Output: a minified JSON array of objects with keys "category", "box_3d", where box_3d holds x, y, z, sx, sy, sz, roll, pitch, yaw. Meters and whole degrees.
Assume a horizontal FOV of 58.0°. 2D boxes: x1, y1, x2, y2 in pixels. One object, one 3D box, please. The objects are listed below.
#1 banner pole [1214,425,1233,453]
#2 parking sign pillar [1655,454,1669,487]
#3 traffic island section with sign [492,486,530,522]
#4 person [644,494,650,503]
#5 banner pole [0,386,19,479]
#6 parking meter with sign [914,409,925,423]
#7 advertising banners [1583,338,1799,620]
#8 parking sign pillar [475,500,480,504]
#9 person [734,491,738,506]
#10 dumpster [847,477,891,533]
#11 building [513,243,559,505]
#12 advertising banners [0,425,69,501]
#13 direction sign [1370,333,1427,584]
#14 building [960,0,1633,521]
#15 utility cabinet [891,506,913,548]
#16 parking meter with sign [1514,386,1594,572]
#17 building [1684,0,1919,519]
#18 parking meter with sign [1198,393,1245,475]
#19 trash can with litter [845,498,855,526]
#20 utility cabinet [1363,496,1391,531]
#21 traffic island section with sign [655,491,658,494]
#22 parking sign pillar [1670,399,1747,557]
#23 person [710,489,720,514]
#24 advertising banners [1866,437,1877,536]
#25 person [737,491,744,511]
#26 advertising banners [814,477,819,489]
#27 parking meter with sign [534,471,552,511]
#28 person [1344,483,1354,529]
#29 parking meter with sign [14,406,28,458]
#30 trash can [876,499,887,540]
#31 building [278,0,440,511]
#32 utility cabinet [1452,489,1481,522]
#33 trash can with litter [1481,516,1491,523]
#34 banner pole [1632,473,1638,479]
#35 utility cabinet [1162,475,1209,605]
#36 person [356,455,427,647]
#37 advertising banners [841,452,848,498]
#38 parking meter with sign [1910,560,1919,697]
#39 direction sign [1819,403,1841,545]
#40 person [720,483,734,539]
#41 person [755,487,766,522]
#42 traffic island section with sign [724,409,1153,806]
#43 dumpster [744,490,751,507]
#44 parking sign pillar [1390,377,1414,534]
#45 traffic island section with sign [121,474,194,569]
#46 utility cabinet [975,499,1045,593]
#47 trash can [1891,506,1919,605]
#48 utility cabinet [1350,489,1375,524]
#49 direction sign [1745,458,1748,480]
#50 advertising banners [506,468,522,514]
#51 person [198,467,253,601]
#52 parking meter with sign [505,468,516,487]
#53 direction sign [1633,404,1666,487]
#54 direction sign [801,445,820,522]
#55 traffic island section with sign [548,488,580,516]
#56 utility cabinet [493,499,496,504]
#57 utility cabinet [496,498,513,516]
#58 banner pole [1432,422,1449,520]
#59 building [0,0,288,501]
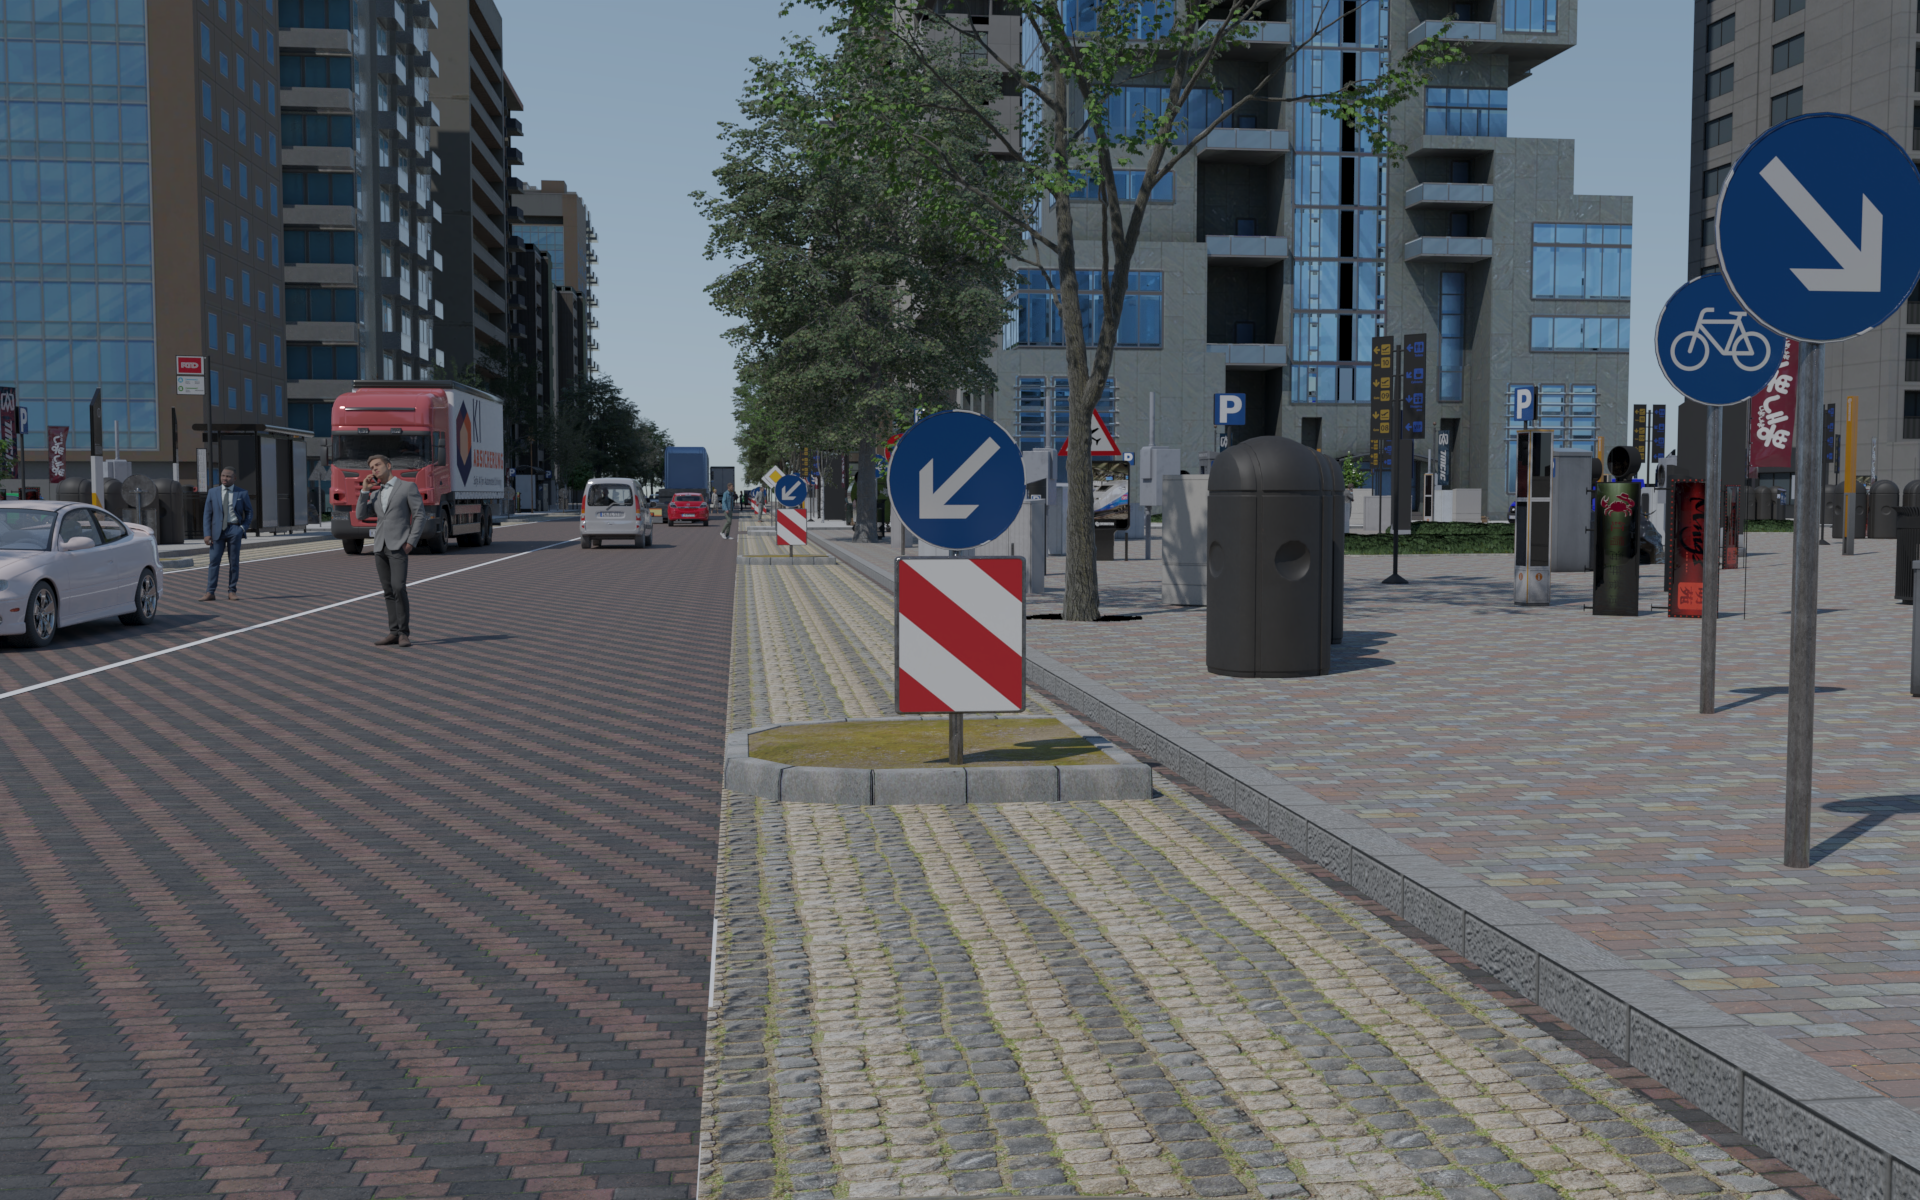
[{"category":"banner pole","box_3d":[9.449,-4.442,62.641,0.863,3.779,0.401,0,4,-4]},{"category":"parking sign pillar","box_3d":[42.159,-7.040,103.579,1.447,3.967,1.447,-2,4,-30]},{"category":"traffic island section with sign","box_3d":[-22.971,-4.864,88.156,1.989,1.847,2.006,0,4,-7]},{"category":"person","box_3d":[-27.213,-8.473,150.226,0.799,1.438,0.628,1,4,15]},{"category":"banner pole","box_3d":[-19.542,-2.776,35.409,0.401,3.779,0.863,1,4,11]},{"category":"parking meter with sign","box_3d":[-0.021,-2.392,35.367,1.738,3.016,0.543,-1,4,-18]},{"category":"advertising banners","box_3d":[7.550,-1.324,17.828,2.074,3.025,0.090,2,4,25]},{"category":"parking sign pillar","box_3d":[-27.223,-6.609,96.535,1.447,3.967,1.447,2,4,33]},{"category":"person","box_3d":[-26.649,-12.005,205.314,0.617,1.759,0.750,1,4,9]},{"category":"dumpster","box_3d":[-2.998,-3.423,58.464,1.502,2.255,1.985,0,4,-7]},{"category":"building","box_3d":[-54.012,-25.995,196.720,14.160,30.474,14.107,0,4,-7]},{"category":"advertising banners","box_3d":[-23.602,-2.914,43.833,2.074,3.025,0.090,-3,5,-44]},{"category":"direction sign","box_3d":[6.246,-2.003,24.754,0.379,3.537,0.876,-3,5,-43]},{"category":"building","box_3d":[15.629,-47.431,88.163,31.000,86.520,22.319,0,4,-7]},{"category":"utility cabinet","box_3d":[-1.402,-1.858,41.539,0.306,1.237,1.020,1,4,13]},{"category":"parking meter with sign","box_3d":[10.007,-1.971,28.481,1.738,3.016,0.543,-1,4,-16]},{"category":"building","box_3d":[53.240,-39.833,89.519,20.611,71.187,20.563,0,4,-7]},{"category":"parking meter with sign","box_3d":[4.558,-2.117,30.867,0.543,3.016,1.738,0,4,-7]},{"category":"trash can with litter","box_3d":[-4.260,-3.581,69.938,0.624,1.170,1.055,-1,4,-22]},{"category":"utility cabinet","box_3d":[14.700,-3.036,60.800,1.020,1.237,0.306,0,4,1]},{"category":"traffic island section with sign","box_3d":[-43.129,-14.597,247.289,1.989,1.847,2.006,0,4,-7]},{"category":"parking sign pillar","box_3d":[15.455,-2.885,35.639,1.447,3.967,1.447,2,4,24]},{"category":"person","box_3d":[-17.520,-7.034,123.864,0.624,1.780,0.694,3,5,42]},{"category":"advertising banners","box_3d":[27.442,-3.443,52.481,0.090,3.025,2.074,3,5,43]},{"category":"person","box_3d":[-18.861,-8.532,148.724,0.721,1.735,1.217,-2,4,-32]},{"category":"advertising banners","box_3d":[-7.309,-5.920,92.985,0.090,3.025,2.074,-2,4,-35]},{"category":"parking meter with sign","box_3d":[-30.896,-8.074,128.276,0.543,3.016,1.738,1,4,20]},{"category":"person","box_3d":[15.241,-3.641,67.836,0.447,1.846,0.655,0,4,-7]},{"category":"parking meter with sign","box_3d":[-19.475,-2.329,34.343,1.738,3.016,0.543,-1,4,-12]},{"category":"trash can","box_3d":[-2.424,-2.278,48.895,0.748,1.137,0.748,0,3,0]},{"category":"building","box_3d":[-47.782,-30.393,116.541,23.786,49.044,30.456,0,4,-7]},{"category":"utility cabinet","box_3d":[20.966,-3.853,71.682,1.173,1.500,0.318,-1,4,-16]},{"category":"trash can with litter","box_3d":[23.238,-4.047,77.559,1.055,1.170,0.624,2,4,27]},{"category":"banner pole","box_3d":[43.077,-7.381,110.692,0.401,3.779,0.863,-1,4,-10]},{"category":"utility cabinet","box_3d":[2.903,-0.675,19.721,1.173,1.500,0.318,2,4,31]},{"category":"person","box_3d":[-5.378,-0.471,16.388,0.592,1.802,0.473,2,4,34]},{"category":"advertising banners","box_3d":[-4.751,-4.725,73.444,0.090,3.025,2.074,1,4,12]},{"category":"parking meter with sign","box_3d":[6.687,-0.925,11.388,0.543,3.016,1.738,3,4,39]},{"category":"direction sign","box_3d":[21.783,-3.159,43.655,0.379,3.537,0.876,0,4,1]},{"category":"person","box_3d":[-7.363,-2.813,54.829,0.444,1.785,0.601,2,4,25]},{"category":"person","box_3d":[-10.141,-4.864,88.118,0.391,1.810,0.635,2,4,25]},{"category":"traffic island section with sign","box_3d":[-0.210,-0.016,8.882,1.989,1.847,2.006,0,4,-7]},{"category":"dumpster","box_3d":[-21.702,-10.564,180.934,1.865,1.857,1.264,0,4,-6]},{"category":"parking sign pillar","box_3d":[10.309,-3.178,40.435,1.447,3.967,1.447,1,4,12]},{"category":"traffic island section with sign","box_3d":[-16.071,-1.528,33.604,1.989,1.847,2.006,0,4,-7]},{"category":"utility cabinet","box_3d":[0.644,-0.710,22.778,0.306,1.237,1.020,-3,5,-45]},{"category":"trash can","box_3d":[11.190,-0.515,20.072,0.748,1.137,0.748,0,3,0]},{"category":"utility cabinet","box_3d":[16.762,-3.907,72.564,1.173,1.500,0.318,2,4,35]},{"category":"direction sign","box_3d":[42.000,-6.194,93.262,0.876,3.537,0.379,1,4,18]},{"category":"advertising banners","box_3d":[-29.548,-7.243,114.610,0.090,3.025,2.074,-3,5,-40]},{"category":"person","box_3d":[-9.922,-0.899,23.386,0.721,1.800,0.419,-2,4,-25]},{"category":"parking meter with sign","box_3d":[-30.801,-7.447,118.019,0.543,3.016,1.738,-2,4,-33]},{"category":"direction sign","box_3d":[17.368,-3.163,43.714,0.876,3.537,0.379,-1,4,-10]},{"category":"direction sign","box_3d":[-6.926,-5.404,80.345,0.876,3.537,0.379,0,4,1]},{"category":"traffic island section with sign","box_3d":[-26.485,-6.557,115.839,1.989,1.847,2.006,0,4,-7]},{"category":"utility cabinet","box_3d":[-36.892,-7.756,137.974,1.020,1.237,0.306,1,4,12]},{"category":"utility cabinet","box_3d":[-26.497,-5.503,101.137,1.020,1.237,0.306,3,5,42]},{"category":"banner pole","box_3d":[16.587,-4.277,59.942,0.401,3.779,0.863,-3,4,-36]},{"category":"building","box_3d":[-40.510,-26.298,80.082,14.600,45.320,14.200,0,4,-7]}]
